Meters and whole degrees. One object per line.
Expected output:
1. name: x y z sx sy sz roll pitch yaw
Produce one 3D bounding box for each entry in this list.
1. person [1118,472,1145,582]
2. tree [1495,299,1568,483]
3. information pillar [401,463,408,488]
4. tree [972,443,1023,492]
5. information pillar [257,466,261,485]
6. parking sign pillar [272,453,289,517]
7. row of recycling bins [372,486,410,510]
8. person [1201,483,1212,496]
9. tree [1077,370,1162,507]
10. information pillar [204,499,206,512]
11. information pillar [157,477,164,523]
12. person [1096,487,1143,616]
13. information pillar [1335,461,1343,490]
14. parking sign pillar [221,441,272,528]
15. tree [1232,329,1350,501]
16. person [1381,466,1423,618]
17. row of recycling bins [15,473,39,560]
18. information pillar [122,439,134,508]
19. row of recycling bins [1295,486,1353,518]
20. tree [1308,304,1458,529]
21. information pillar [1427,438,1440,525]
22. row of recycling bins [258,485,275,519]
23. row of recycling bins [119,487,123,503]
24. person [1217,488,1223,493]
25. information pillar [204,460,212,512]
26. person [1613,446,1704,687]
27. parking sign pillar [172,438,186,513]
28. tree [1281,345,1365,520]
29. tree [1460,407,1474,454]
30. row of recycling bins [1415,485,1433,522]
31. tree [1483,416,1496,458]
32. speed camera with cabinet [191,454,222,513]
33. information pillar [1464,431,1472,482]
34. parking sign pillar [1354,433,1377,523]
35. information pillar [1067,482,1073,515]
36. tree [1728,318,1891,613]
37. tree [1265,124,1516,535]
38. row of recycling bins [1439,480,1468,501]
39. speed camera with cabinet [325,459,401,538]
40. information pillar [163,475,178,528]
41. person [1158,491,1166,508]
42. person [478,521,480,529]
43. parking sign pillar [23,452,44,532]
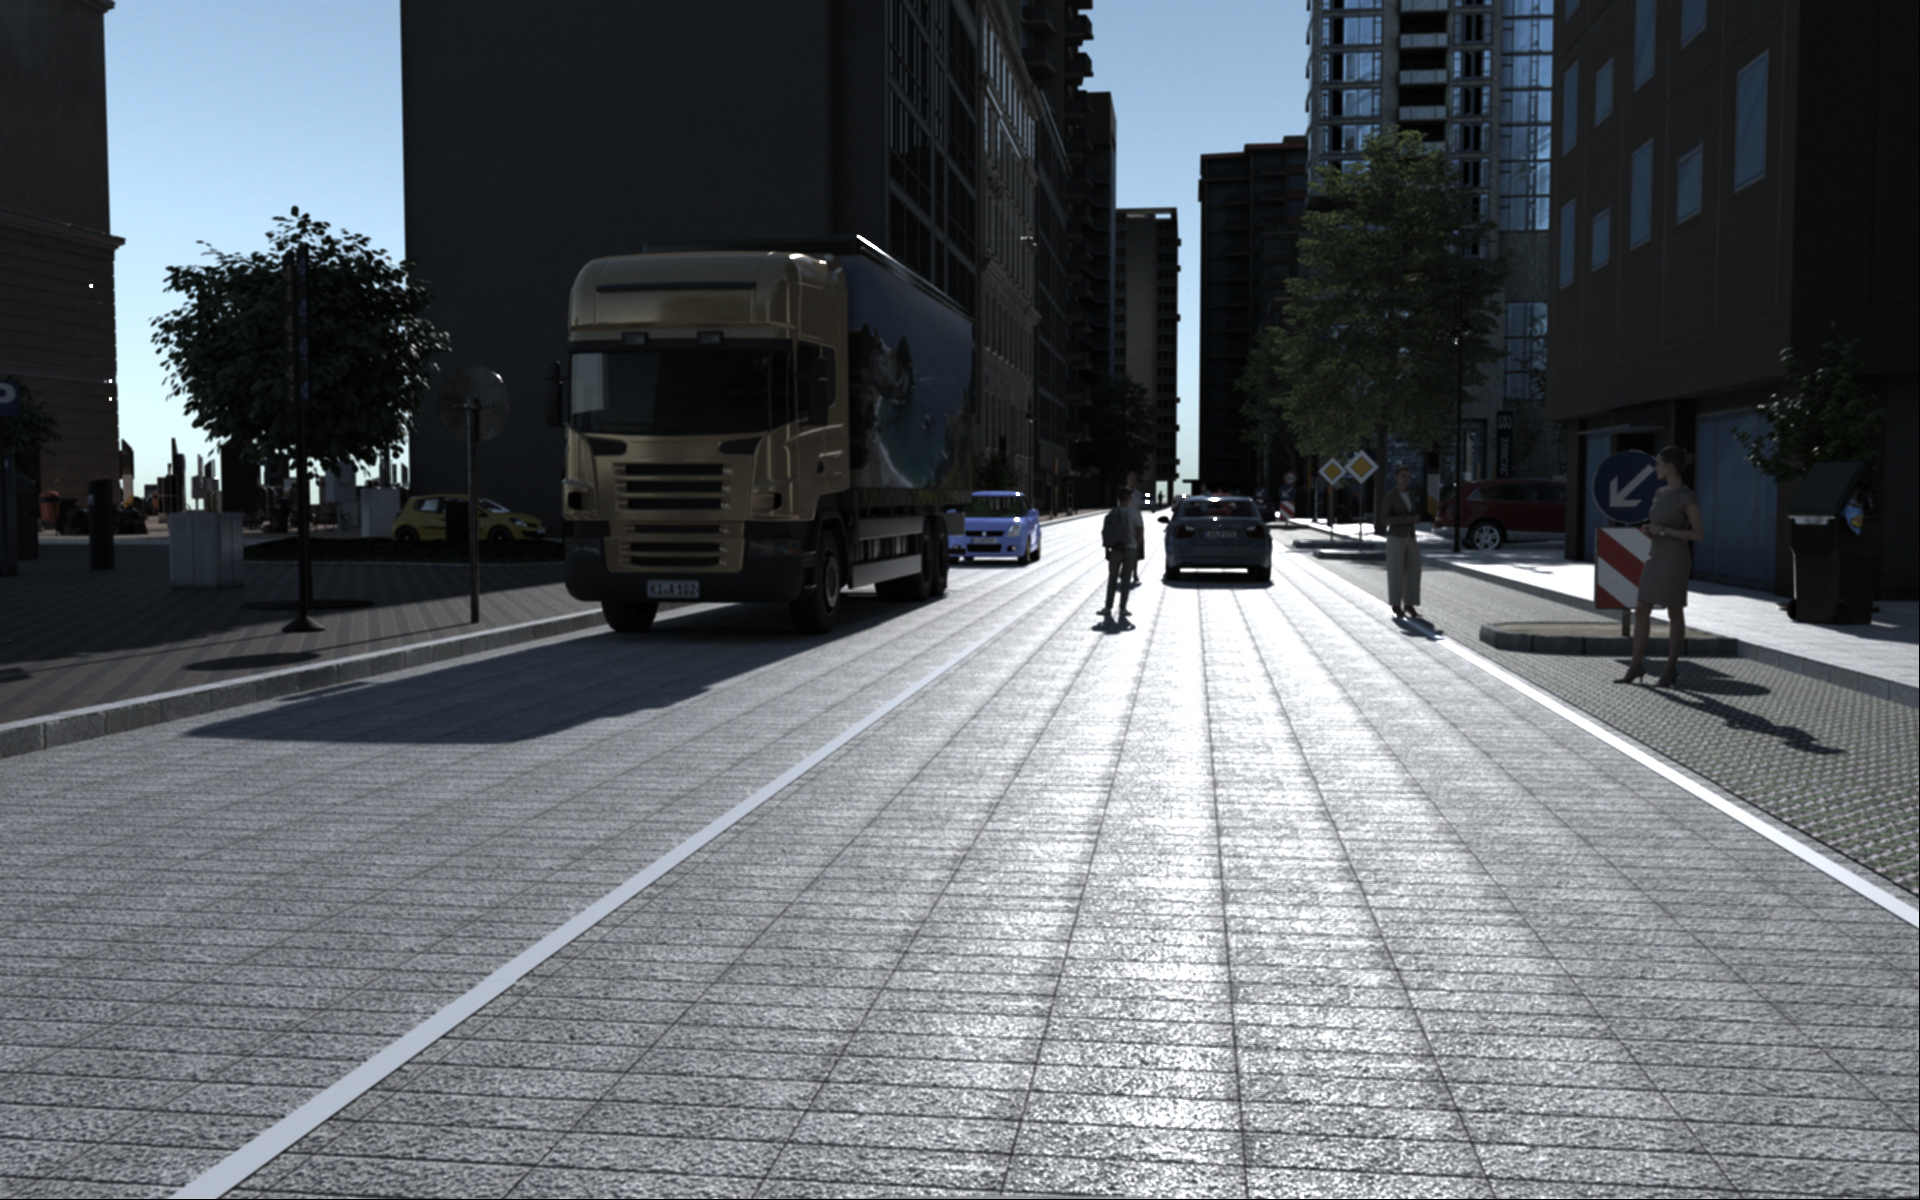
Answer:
1. person: 2.791 -1.214 28.579 0.478 1.798 0.641 -1 4 -10
2. tree: 21.759 -6.797 61.485 4.360 8.622 3.978 0 3 0
3. information pillar: -41.391 -8.425 129.107 0.504 3.616 0.183 1 4 9
4. tree: 1.281 -4.352 65.749 1.663 3.219 1.824 0 3 0
5. information pillar: -36.459 -6.031 89.964 0.183 3.616 0.504 0 4 5
6. parking sign pillar: -38.175 -6.624 96.781 1.447 3.967 1.447 0 4 7
7. row of recycling bins: -30.081 -5.207 92.244 3.534 1.692 1.069 2 4 26
8. person: 8.844 -3.260 61.826 0.620 1.820 0.660 -2 4 -35
9. tree: 15.907 -16.611 178.239 9.857 13.997 8.962 0 3 0
10. information pillar: -52.361 -7.083 120.299 0.304 2.012 0.304 -2 4 -30
11. information pillar: -34.901 -4.363 75.825 0.304 2.012 0.304 1 4 11
12. person: 1.878 -0.571 20.424 0.503 1.515 0.523 -1 4 -19
13. information pillar: 25.327 -7.615 115.861 0.504 3.616 0.183 3 4 36
14. parking sign pillar: -27.555 -4.756 66.225 1.447 3.967 1.447 1 4 13
15. tree: 20.766 -11.139 107.872 9.928 11.665 9.643 0 3 0
16. person: 5.133 -0.671 20.026 0.519 1.759 0.362 -2 4 -28
17. row of recycling bins: -19.669 -1.689 34.725 3.534 1.692 1.069 3 4 37
18. information pillar: -35.314 -5.023 73.475 0.504 3.616 0.183 1 4 19
19. row of recycling bins: 19.749 -5.327 94.214 3.534 1.692 1.069 -2 4 -24
20. tree: 15.016 -6.909 63.329 4.737 8.622 4.395 0 3 0
21. information pillar: 19.505 -4.889 71.295 0.504 3.616 0.183 2 4 33
22. row of recycling bins: -33.152 -4.527 81.134 1.069 1.692 3.534 0 4 5
23. row of recycling bins: -39.478 -4.459 80.013 1.069 1.692 3.534 0 4 -8
24. person: 17.133 -6.486 114.458 0.656 1.842 0.836 -1 4 -14
25. information pillar: -51.539 -7.797 118.835 0.504 3.616 0.183 0 4 -2
26. person: 5.168 -0.242 12.790 0.374 1.781 0.599 -1 4 -17
27. parking sign pillar: -37.829 -5.836 83.887 1.447 3.967 1.447 -1 4 -18
28. tree: 17.459 -8.179 84.081 4.360 8.622 3.978 0 3 0
29. tree: 27.767 -9.230 101.266 4.737 8.622 4.395 0 3 0
30. row of recycling bins: 21.749 -4.496 80.624 1.069 1.692 3.534 0 4 6
31. tree: 37.248 -10.092 115.371 4.360 8.622 3.978 0 3 0
32. speed camera with cabinet: -37.221 -5.633 86.428 2.038 3.252 0.660 -2 4 -30
33. information pillar: 18.942 -4.483 64.656 0.183 3.616 0.504 3 5 44
34. parking sign pillar: 18.114 -5.381 76.448 1.447 3.967 1.447 1 4 11
35. information pillar: 6.589 -6.091 104.080 0.304 2.012 0.304 -1 4 -13
36. tree: 9.683 -1.502 19.154 1.663 3.219 1.824 0 3 0
37. tree: 13.519 -8.286 53.607 7.486 12.596 7.792 0 3 0
38. row of recycling bins: 15.794 -2.645 50.351 3.534 1.692 1.069 -1 4 -13
39. speed camera with cabinet: -17.300 -3.416 50.194 0.660 3.252 2.038 3 5 44
40. information pillar: -29.984 -3.757 65.925 0.304 2.012 0.304 3 4 38
41. person: 20.824 -10.372 178.610 0.750 1.759 0.617 -1 4 -17
42. person: -12.393 -1.853 43.817 0.505 1.210 0.382 -1 4 -16
43. parking sign pillar: -31.489 -4.246 57.890 1.447 3.967 1.447 -2 4 -33
